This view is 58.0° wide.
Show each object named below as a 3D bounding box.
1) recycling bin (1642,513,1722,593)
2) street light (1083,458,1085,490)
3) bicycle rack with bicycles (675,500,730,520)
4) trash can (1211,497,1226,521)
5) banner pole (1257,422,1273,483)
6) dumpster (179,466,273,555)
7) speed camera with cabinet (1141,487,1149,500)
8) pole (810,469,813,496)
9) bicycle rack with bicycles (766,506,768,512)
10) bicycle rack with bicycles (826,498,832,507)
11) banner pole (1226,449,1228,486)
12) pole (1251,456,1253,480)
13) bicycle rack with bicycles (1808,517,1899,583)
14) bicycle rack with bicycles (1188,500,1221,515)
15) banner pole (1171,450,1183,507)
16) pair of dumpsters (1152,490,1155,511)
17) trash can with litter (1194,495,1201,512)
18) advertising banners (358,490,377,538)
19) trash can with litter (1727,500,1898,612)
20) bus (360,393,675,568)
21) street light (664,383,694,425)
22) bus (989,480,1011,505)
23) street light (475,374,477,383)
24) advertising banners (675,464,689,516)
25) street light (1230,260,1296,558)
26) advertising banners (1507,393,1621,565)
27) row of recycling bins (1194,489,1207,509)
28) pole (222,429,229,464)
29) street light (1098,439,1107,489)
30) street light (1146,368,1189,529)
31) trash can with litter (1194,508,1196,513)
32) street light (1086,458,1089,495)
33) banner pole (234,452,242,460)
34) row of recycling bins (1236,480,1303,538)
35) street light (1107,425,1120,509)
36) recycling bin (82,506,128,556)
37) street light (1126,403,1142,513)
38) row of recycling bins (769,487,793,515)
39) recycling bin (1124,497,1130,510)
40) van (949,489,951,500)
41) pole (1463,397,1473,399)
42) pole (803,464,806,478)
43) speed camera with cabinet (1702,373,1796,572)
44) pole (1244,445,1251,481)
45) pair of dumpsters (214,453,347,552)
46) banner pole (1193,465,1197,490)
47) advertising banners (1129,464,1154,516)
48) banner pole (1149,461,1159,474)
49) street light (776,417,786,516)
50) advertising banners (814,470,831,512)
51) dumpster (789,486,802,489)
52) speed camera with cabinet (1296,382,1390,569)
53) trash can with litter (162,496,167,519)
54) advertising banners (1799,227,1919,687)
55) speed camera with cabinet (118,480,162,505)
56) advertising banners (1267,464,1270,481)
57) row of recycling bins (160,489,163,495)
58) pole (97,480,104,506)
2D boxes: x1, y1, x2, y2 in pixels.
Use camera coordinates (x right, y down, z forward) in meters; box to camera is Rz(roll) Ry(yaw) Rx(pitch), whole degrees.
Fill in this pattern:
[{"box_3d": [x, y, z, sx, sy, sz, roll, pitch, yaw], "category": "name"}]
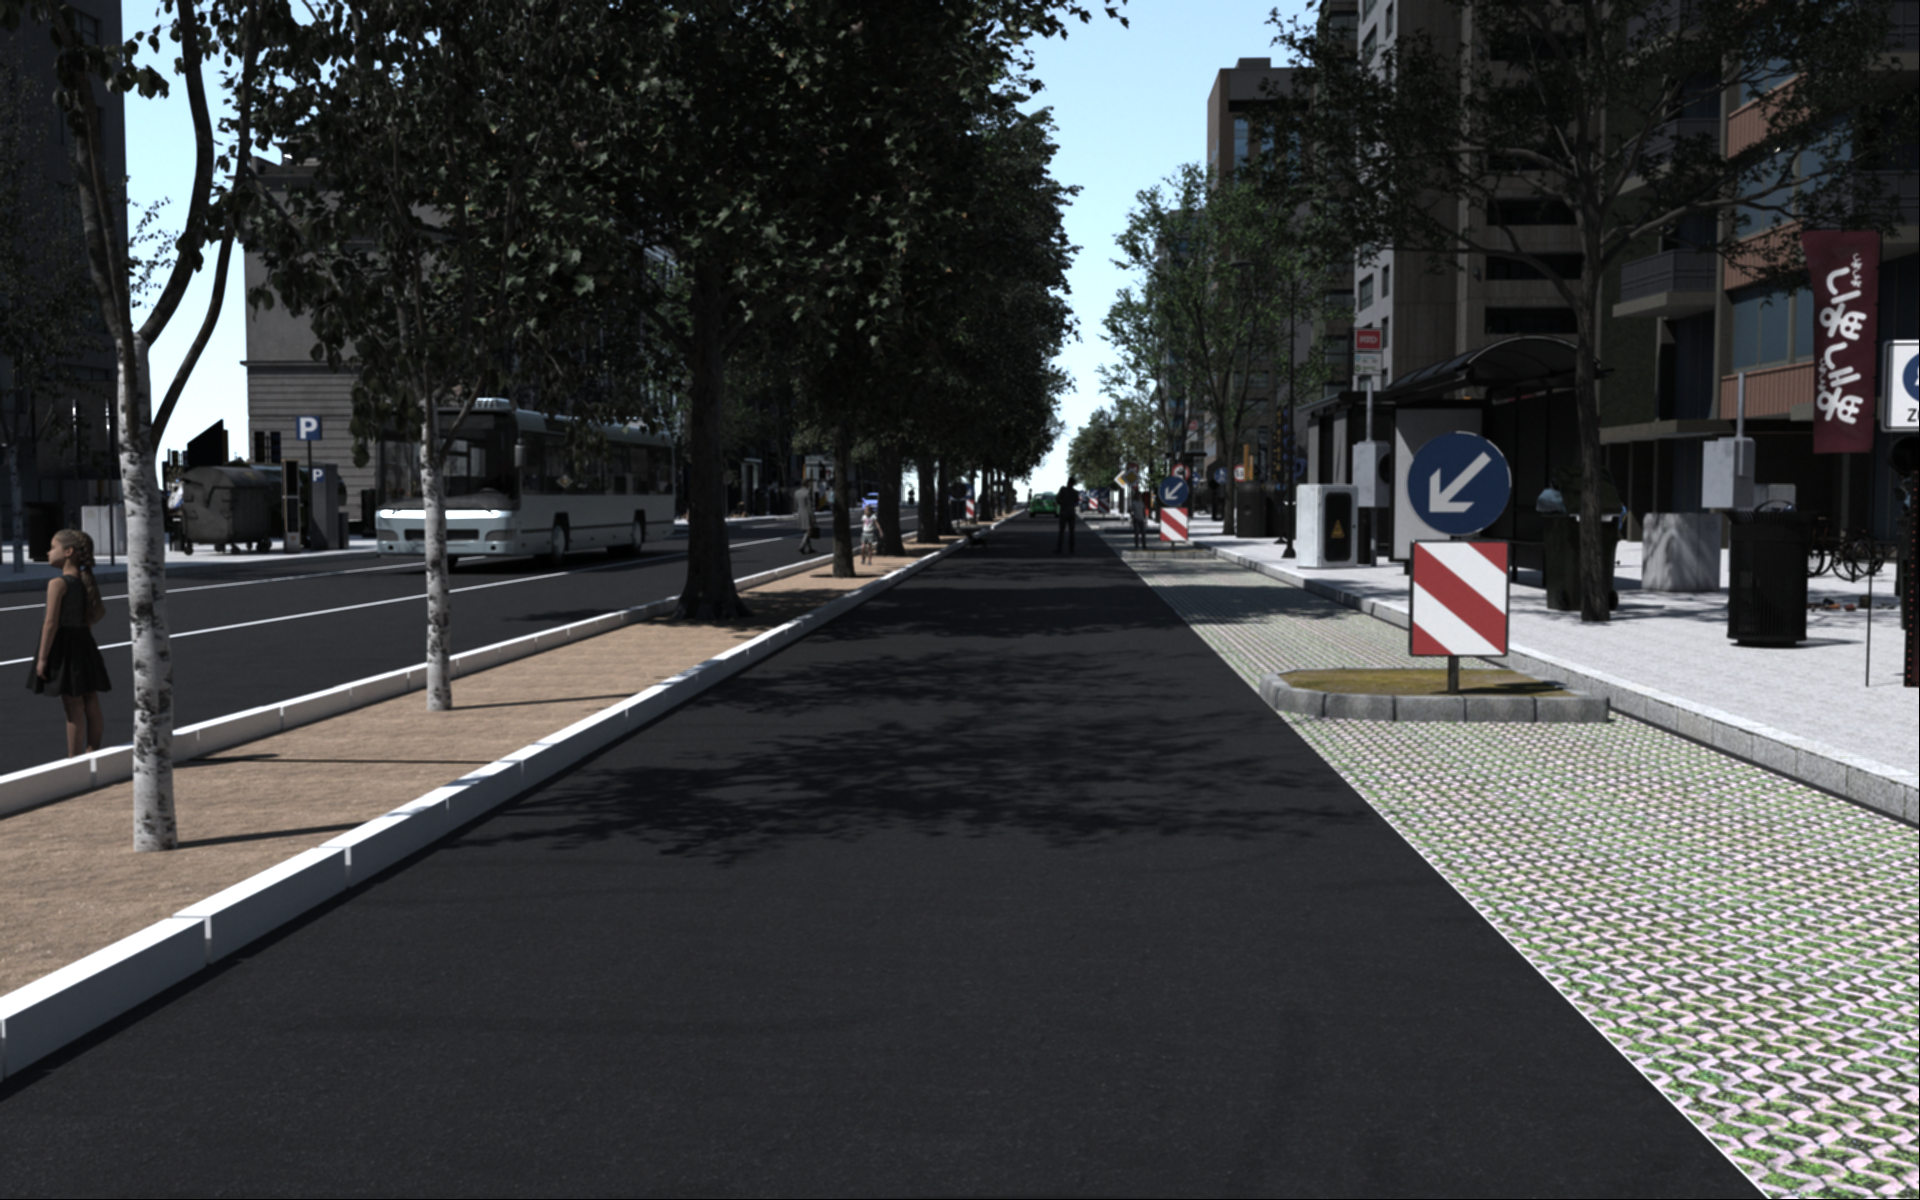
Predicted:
[{"box_3d": [9.524, -0.631, 22.872, 0.722, 1.027, 0.722, -1, 4, -12], "category": "recycling bin"}, {"box_3d": [16.583, -15.280, 222.366, 1.470, 5.913, 1.316, 0, 4, 3], "category": "street light"}, {"box_3d": [-12.762, -4.392, 85.185, 2.925, 0.926, 2.852, -2, 4, -34], "category": "bicycle rack with bicycles"}, {"box_3d": [12.326, -4.342, 82.639, 0.748, 1.137, 0.748, 0, 3, 0], "category": "trash can"}, {"box_3d": [10.600, -4.280, 59.994, 0.863, 3.779, 0.401, -2, 4, -34], "category": "banner pole"}, {"box_3d": [-15.605, -1.901, 36.843, 1.264, 1.857, 1.865, 0, 4, 3], "category": "dumpster"}, {"box_3d": [15.222, -8.955, 140.749, 0.660, 3.252, 2.038, -3, 4, -38], "category": "speed camera with cabinet"}, {"box_3d": [-12.077, -9.002, 141.025, 0.158, 3.312, 0.155, 0, 3, 0], "category": "pole"}, {"box_3d": [-15.201, -6.565, 120.714, 2.925, 0.926, 2.852, 3, 5, 41], "category": "bicycle rack with bicycles"}, {"box_3d": [-10.631, -7.984, 143.919, 2.925, 0.926, 2.852, -1, 4, -23], "category": "bicycle rack with bicycles"}, {"box_3d": [14.934, -6.507, 96.400, 0.401, 3.779, 0.863, 2, 4, 29], "category": "banner pole"}, {"box_3d": [15.434, -5.990, 91.775, 0.158, 3.312, 0.155, 0, 3, 0], "category": "pole"}, {"box_3d": [13.433, -0.782, 26.161, 2.925, 0.926, 2.852, -1, 4, -10], "category": "bicycle rack with bicycles"}, {"box_3d": [15.311, -5.656, 105.863, 2.925, 0.926, 2.852, 2, 4, 29], "category": "bicycle rack with bicycles"}, {"box_3d": [10.716, -5.854, 85.732, 0.863, 3.779, 0.401, 2, 4, 24], "category": "banner pole"}, {"box_3d": [14.920, -7.735, 128.963, 1.574, 2.255, 4.437, 0, 4, 3], "category": "pair of dumpsters"}, {"box_3d": [16.854, -6.968, 124.990, 1.678, 1.210, 2.233, 0, 4, -1], "category": "trash can with litter"}, {"box_3d": [-16.705, -3.365, 51.205, 2.074, 3.025, 0.090, -1, 4, -22], "category": "advertising banners"}, {"box_3d": [9.530, -0.505, 19.308, 2.233, 1.210, 1.678, 0, 4, -5], "category": "trash can with litter"}, {"box_3d": [-8.786, -2.538, 36.350, 2.948, 3.499, 13.247, 0, 4, 4], "category": "bus"}, {"box_3d": [-11.807, -6.119, 72.586, 1.470, 5.913, 1.316, 0, 4, 3], "category": "street light"}, {"box_3d": [5.149, -13.553, 216.451, 2.948, 3.499, 13.247, 0, 4, 2], "category": "bus"}, {"box_3d": [-13.108, -4.668, 48.860, 1.470, 5.913, 1.316, 0, 4, 3], "category": "street light"}, {"box_3d": [-15.872, -6.411, 101.000, 2.074, 3.025, 0.090, -2, 4, -26], "category": "advertising banners"}, {"box_3d": [6.069, -3.795, 34.581, 1.470, 5.913, 1.316, 0, 4, 3], "category": "street light"}, {"box_3d": [10.499, -2.078, 30.166, 2.074, 3.025, 0.090, 0, 4, -4], "category": "advertising banners"}, {"box_3d": [19.497, -8.069, 139.042, 1.069, 1.692, 3.534, -1, 4, -17], "category": "row of recycling bins"}, {"box_3d": [-23.192, -3.726, 54.763, 0.158, 3.312, 0.155, 0, 3, 0], "category": "pole"}, {"box_3d": [12.358, -10.648, 146.631, 1.470, 5.913, 1.316, 0, 4, 3], "category": "street light"}, {"box_3d": [7.695, -5.570, 63.617, 1.470, 5.913, 1.316, 0, 4, 3], "category": "street light"}, {"box_3d": [15.861, -6.649, 120.100, 0.624, 1.170, 1.055, 3, 5, 43], "category": "trash can with litter"}, {"box_3d": [15.018, -13.477, 192.883, 1.470, 5.913, 1.316, 0, 4, 3], "category": "street light"}, {"box_3d": [-42.670, -6.876, 102.446, 0.863, 3.779, 0.401, 2, 4, 33], "category": "banner pole"}, {"box_3d": [9.637, -2.716, 51.517, 3.534, 1.692, 1.069, -2, 4, -33], "category": "row of recycling bins"}, {"box_3d": [10.835, -8.833, 116.954, 1.470, 5.913, 1.316, 0, 4, 3], "category": "street light"}, {"box_3d": [-17.891, -1.450, 36.266, 0.722, 1.027, 0.722, -1, 4, -10], "category": "recycling bin"}, {"box_3d": [9.125, -7.057, 87.923, 1.470, 5.913, 1.316, 0, 4, 3], "category": "street light"}, {"box_3d": [-11.078, -6.153, 107.716, 1.069, 1.692, 3.534, -1, 4, -18], "category": "row of recycling bins"}, {"box_3d": [13.067, -7.624, 137.205, 0.722, 1.027, 0.722, 1, 4, 21], "category": "recycling bin"}, {"box_3d": [-0.616, -11.497, 192.358, 2.240, 2.365, 5.245, 0, 4, 4], "category": "van"}, {"box_3d": [10.688, -2.610, 36.518, 0.158, 3.312, 0.155, 0, 3, 0], "category": "pole"}, {"box_3d": [-10.577, -7.584, 117.833, 0.158, 3.312, 0.155, 0, 3, 0], "category": "pole"}, {"box_3d": [13.188, -2.115, 28.920, 2.038, 3.252, 0.660, -3, 4, -37], "category": "speed camera with cabinet"}, {"box_3d": [11.807, -4.749, 71.487, 0.158, 3.312, 0.155, 0, 3, 0], "category": "pole"}, {"box_3d": [-15.796, -2.297, 40.048, 1.574, 2.255, 4.437, 0, 4, 3], "category": "pair of dumpsters"}, {"box_3d": [17.742, -8.658, 131.567, 0.401, 3.779, 0.863, -2, 4, -33], "category": "banner pole"}, {"box_3d": [10.781, -6.337, 99.791, 2.074, 3.025, 0.090, 0, 4, -1], "category": "advertising banners"}, {"box_3d": [13.535, -7.971, 120.337, 0.863, 3.779, 0.401, 0, 4, 3], "category": "banner pole"}, {"box_3d": [-10.195, -7.942, 102.393, 1.470, 5.913, 1.316, 0, 4, 3], "category": "street light"}, {"box_3d": [-10.394, -7.949, 126.157, 2.074, 3.025, 0.090, 0, 4, -7], "category": "advertising banners"}, {"box_3d": [-11.542, -7.114, 122.077, 1.264, 1.857, 1.865, 0, 4, 3], "category": "dumpster"}, {"box_3d": [6.775, -2.188, 30.114, 2.038, 3.252, 0.660, -2, 4, -34], "category": "speed camera with cabinet"}, {"box_3d": [-45.977, -5.353, 98.583, 1.678, 1.210, 2.233, -2, 4, -30], "category": "trash can with litter"}, {"box_3d": [6.554, -0.931, 11.405, 2.074, 3.025, 0.090, 0, 4, 4], "category": "advertising banners"}, {"box_3d": [-28.566, -4.035, 60.311, 2.038, 3.252, 0.660, 3, 5, 39], "category": "speed camera with cabinet"}, {"box_3d": [17.398, -6.368, 100.304, 2.074, 3.025, 0.090, -3, 4, -38], "category": "advertising banners"}, {"box_3d": [-63.918, -7.968, 137.395, 1.069, 1.692, 3.534, 1, 4, 21], "category": "row of recycling bins"}, {"box_3d": [-32.019, -4.323, 64.521, 0.158, 3.312, 0.155, 0, 3, 0], "category": "pole"}]
